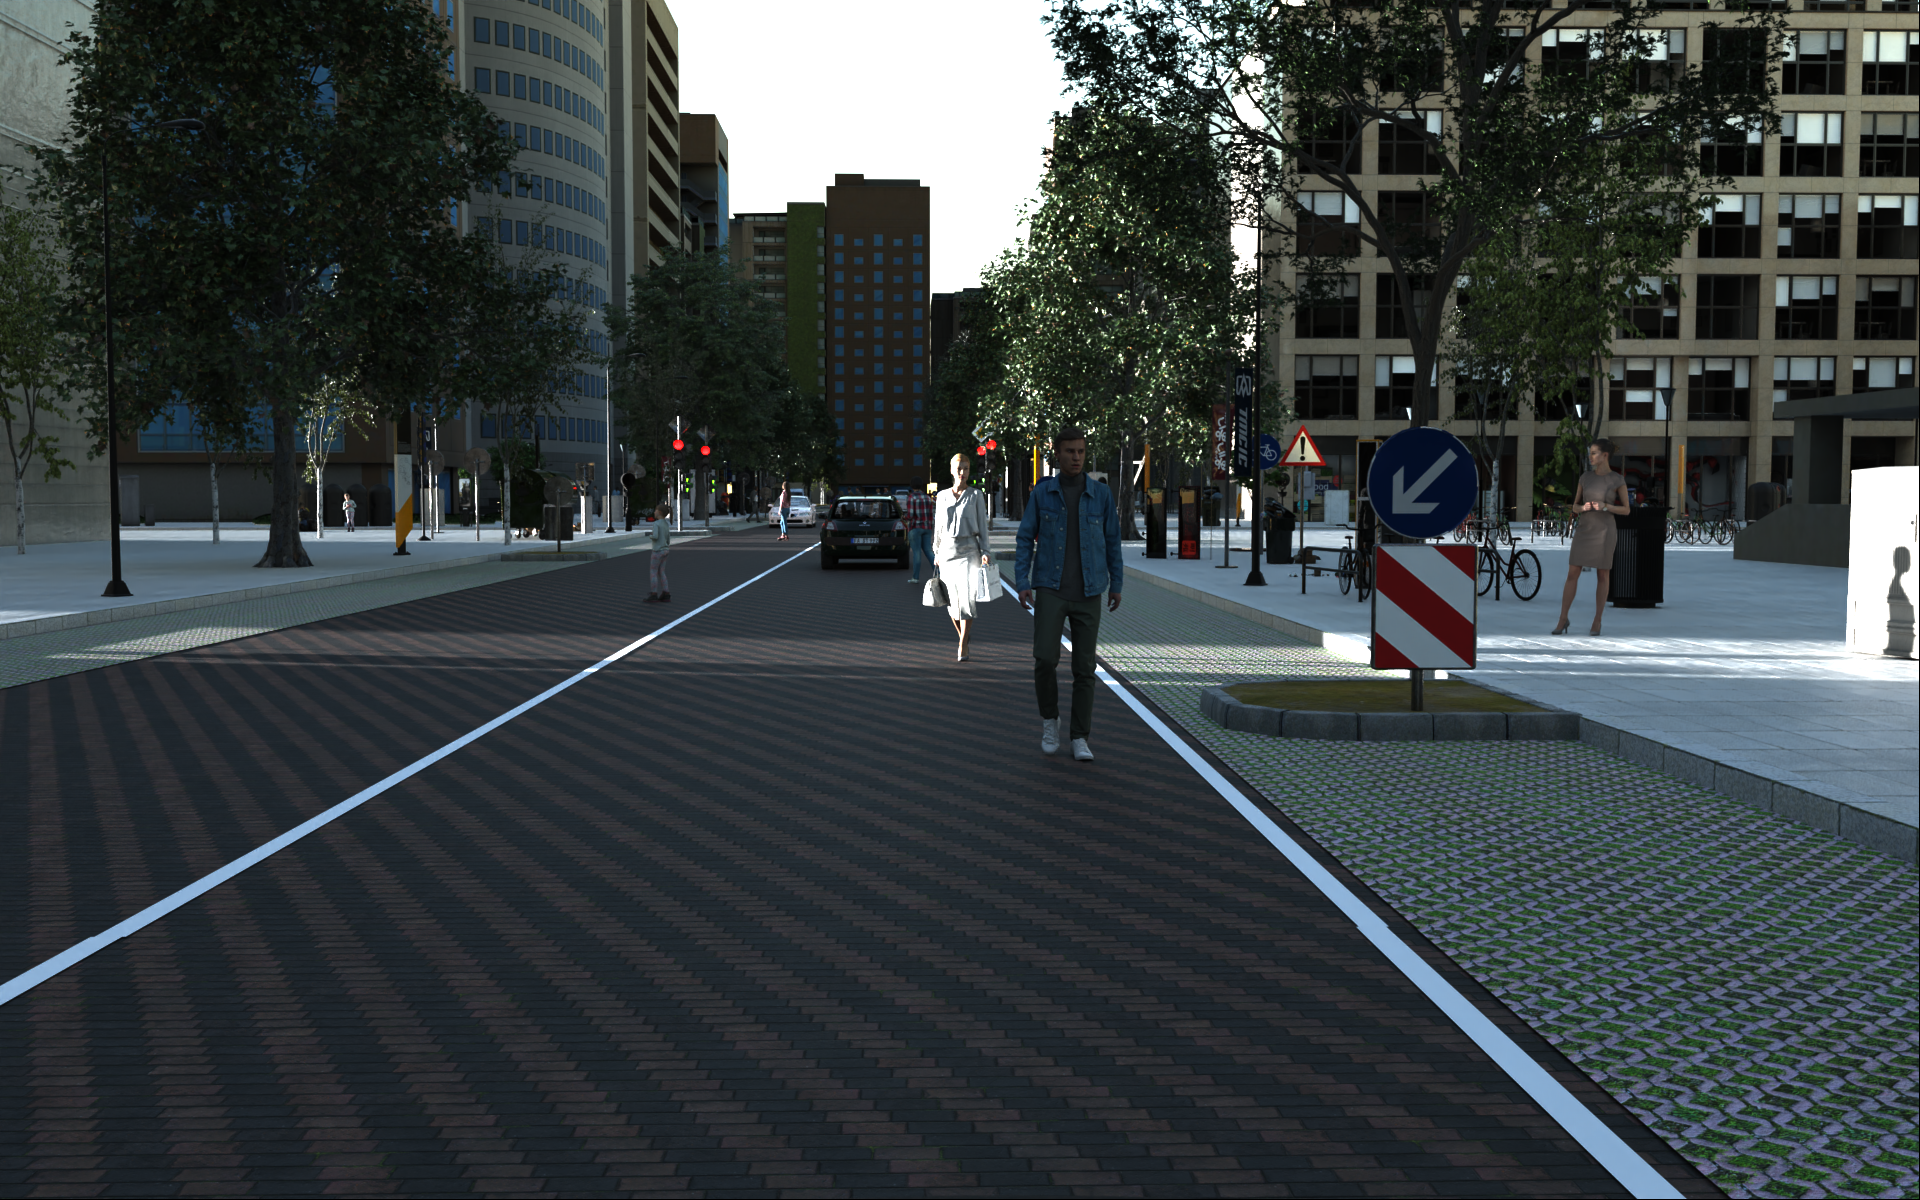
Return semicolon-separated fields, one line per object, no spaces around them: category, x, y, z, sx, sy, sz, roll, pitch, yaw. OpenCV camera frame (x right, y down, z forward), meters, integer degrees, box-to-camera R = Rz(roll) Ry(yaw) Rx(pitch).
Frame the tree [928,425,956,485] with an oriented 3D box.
tree;-0.778;-17.794;216.678;9.928;11.665;9.643;0;3;0

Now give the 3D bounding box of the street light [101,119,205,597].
street light;-10.055;-3.001;21.602;1.470;5.913;1.316;0;4;-2

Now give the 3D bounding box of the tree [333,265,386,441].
tree;-18.598;-6.137;50.703;4.360;8.622;3.978;0;3;0

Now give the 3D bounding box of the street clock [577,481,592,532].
street clock;-12.562;-3.262;57.911;0.358;2.002;0.471;3;5;40

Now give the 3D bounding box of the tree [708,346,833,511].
tree;-14.933;-13.080;130.859;9.611;12.733;9.660;0;3;0

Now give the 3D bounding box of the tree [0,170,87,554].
tree;-20.054;-5.267;36.478;4.737;8.622;4.395;0;3;0

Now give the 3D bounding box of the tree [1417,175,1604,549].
tree;11.967;-5.380;38.325;4.360;8.622;3.978;0;3;0

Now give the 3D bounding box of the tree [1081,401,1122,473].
tree;9.839;-10.568;123.144;4.737;8.622;4.395;0;3;0

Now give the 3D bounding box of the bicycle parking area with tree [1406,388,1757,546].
bicycle parking area with tree;16.510;-3.636;46.449;8.231;4.147;9.016;0;4;7

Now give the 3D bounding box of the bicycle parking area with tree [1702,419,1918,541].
bicycle parking area with tree;28.472;-3.971;51.930;9.016;4.147;8.231;3;5;42

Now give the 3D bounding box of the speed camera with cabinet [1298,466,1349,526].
speed camera with cabinet;14.845;-4.669;70.667;2.038;3.252;0.660;1;4;13

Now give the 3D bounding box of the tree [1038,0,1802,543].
tree;4.399;-5.049;16.962;8.767;10.594;7.601;2;4;25

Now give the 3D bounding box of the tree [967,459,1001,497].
tree;1.680;-8.063;115.538;4.285;4.588;4.351;0;3;0

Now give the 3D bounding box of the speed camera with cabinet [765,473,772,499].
speed camera with cabinet;-16.578;-9.090;142.956;2.038;3.252;0.660;0;4;-7

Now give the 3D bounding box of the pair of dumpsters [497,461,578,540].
pair of dumpsters;-12.253;-2.921;50.250;1.574;2.255;4.437;0;4;-2

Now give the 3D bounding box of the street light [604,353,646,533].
street light;-11.065;-5.183;57.280;1.470;5.913;1.316;0;4;-2

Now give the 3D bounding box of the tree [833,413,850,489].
tree;-16.441;-16.553;187.656;9.611;12.733;9.660;0;3;0

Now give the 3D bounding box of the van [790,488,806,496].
van;-11.294;-6.783;117.909;2.013;2.044;4.112;0;4;-2

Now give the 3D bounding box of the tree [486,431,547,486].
tree;-23.107;-6.491;89.835;4.285;4.588;4.351;0;3;0

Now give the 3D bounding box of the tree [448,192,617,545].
tree;-11.113;-5.680;43.234;4.360;8.622;3.978;0;3;0

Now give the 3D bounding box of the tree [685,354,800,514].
tree;-13.857;-10.657;108.659;8.767;10.594;7.601;0;4;7

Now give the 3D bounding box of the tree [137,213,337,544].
tree;-18.847;-5.722;43.913;4.360;8.622;3.978;0;3;0

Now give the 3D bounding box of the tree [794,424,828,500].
tree;-15.445;-13.784;175.725;4.360;8.622;3.978;0;3;0

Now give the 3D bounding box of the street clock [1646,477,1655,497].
street clock;28.895;-4.153;72.467;0.358;2.002;0.471;3;4;36

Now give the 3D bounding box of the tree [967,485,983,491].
tree;1.075;-9.465;149.361;1.663;3.219;1.824;0;3;0

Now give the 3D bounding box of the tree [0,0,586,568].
tree;-11.914;-6.934;30.374;9.611;12.733;9.660;0;3;0

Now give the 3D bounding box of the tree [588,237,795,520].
tree;-12.961;-10.921;85.213;9.857;13.997;8.962;0;3;0

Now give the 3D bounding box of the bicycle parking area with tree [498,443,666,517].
bicycle parking area with tree;-21.632;-6.772;97.718;8.231;4.147;9.016;1;4;11

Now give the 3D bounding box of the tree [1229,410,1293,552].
tree;6.724;-2.713;38.966;1.663;3.219;1.824;0;3;0

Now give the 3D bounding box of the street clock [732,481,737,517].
street clock;-12.738;-5.705;97.849;0.358;2.002;0.471;0;4;-1

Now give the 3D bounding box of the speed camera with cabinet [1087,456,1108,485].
speed camera with cabinet;5.213;-4.727;71.620;2.038;3.252;0.660;-3;5;-42

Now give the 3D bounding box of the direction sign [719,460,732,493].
direction sign;-15.581;-7.528;115.072;0.876;3.537;0.379;-1;4;-22

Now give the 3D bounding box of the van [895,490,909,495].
van;-5.737;-10.048;171.290;2.013;2.044;4.112;0;4;-3

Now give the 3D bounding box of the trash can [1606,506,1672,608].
trash can;7.659;-0.488;19.638;0.748;1.137;0.748;0;3;0

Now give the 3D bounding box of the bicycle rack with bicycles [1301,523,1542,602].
bicycle rack with bicycles;5.554;-0.511;21.744;2.852;0.926;2.925;-1;4;-10

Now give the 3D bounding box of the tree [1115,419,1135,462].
tree;10.810;-8.742;93.302;4.360;8.622;3.978;0;3;0

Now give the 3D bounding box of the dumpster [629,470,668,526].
dumpster;-12.837;-4.190;70.995;1.502;2.255;1.985;0;4;-2

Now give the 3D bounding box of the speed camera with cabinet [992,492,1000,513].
speed camera with cabinet;2.786;-7.648;119.375;0.660;3.252;2.038;-3;4;-37

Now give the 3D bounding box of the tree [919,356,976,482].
tree;0.900;-15.451;159.285;9.857;13.997;8.962;0;3;0

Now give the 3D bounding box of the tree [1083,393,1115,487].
tree;8.333;-9.199;100.766;4.360;8.622;3.978;0;3;0

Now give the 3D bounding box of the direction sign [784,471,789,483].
direction sign;-14.218;-9.150;141.595;0.379;3.537;0.876;-3;4;-36

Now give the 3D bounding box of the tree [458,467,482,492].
tree;-28.102;-6.377;98.857;1.663;3.219;1.824;0;3;0

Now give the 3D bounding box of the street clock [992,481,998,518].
street clock;1.804;-5.401;92.883;0.358;2.002;0.471;-2;4;-30

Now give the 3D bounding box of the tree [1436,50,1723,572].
tree;10.160;-4.781;28.538;4.737;8.622;4.395;0;3;0

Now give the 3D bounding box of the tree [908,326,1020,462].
tree;1.215;-13.224;126.582;12.009;13.543;11.850;0;3;0

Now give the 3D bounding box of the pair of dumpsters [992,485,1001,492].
pair of dumpsters;3.018;-8.246;137.312;1.574;2.255;4.437;0;4;-2

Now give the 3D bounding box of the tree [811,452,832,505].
tree;-17.123;-16.200;215.227;4.737;8.622;4.395;0;3;0

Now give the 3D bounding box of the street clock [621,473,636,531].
street clock;-11.410;-3.365;59.583;0.471;2.002;0.358;-2;4;-24

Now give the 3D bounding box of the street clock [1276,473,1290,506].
street clock;10.920;-3.312;58.728;0.471;2.002;0.358;3;5;40

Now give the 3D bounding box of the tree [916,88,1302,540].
tree;4.749;-8.008;47.942;9.611;12.733;9.660;0;3;0

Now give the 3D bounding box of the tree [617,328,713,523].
tree;-12.874;-7.677;75.878;4.360;8.622;3.978;0;3;0

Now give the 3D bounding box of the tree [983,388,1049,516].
tree;2.560;-9.349;103.219;4.737;8.622;4.395;0;3;0

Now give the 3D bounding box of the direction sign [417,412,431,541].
direction sign;-14.784;-3.404;47.659;0.379;3.537;0.876;0;4;-6

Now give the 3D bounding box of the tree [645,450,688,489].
tree;-22.087;-8.843;128.291;4.285;4.588;4.351;0;3;0

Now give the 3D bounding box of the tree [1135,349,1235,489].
tree;10.738;-8.101;82.815;4.360;8.622;3.978;0;3;0
